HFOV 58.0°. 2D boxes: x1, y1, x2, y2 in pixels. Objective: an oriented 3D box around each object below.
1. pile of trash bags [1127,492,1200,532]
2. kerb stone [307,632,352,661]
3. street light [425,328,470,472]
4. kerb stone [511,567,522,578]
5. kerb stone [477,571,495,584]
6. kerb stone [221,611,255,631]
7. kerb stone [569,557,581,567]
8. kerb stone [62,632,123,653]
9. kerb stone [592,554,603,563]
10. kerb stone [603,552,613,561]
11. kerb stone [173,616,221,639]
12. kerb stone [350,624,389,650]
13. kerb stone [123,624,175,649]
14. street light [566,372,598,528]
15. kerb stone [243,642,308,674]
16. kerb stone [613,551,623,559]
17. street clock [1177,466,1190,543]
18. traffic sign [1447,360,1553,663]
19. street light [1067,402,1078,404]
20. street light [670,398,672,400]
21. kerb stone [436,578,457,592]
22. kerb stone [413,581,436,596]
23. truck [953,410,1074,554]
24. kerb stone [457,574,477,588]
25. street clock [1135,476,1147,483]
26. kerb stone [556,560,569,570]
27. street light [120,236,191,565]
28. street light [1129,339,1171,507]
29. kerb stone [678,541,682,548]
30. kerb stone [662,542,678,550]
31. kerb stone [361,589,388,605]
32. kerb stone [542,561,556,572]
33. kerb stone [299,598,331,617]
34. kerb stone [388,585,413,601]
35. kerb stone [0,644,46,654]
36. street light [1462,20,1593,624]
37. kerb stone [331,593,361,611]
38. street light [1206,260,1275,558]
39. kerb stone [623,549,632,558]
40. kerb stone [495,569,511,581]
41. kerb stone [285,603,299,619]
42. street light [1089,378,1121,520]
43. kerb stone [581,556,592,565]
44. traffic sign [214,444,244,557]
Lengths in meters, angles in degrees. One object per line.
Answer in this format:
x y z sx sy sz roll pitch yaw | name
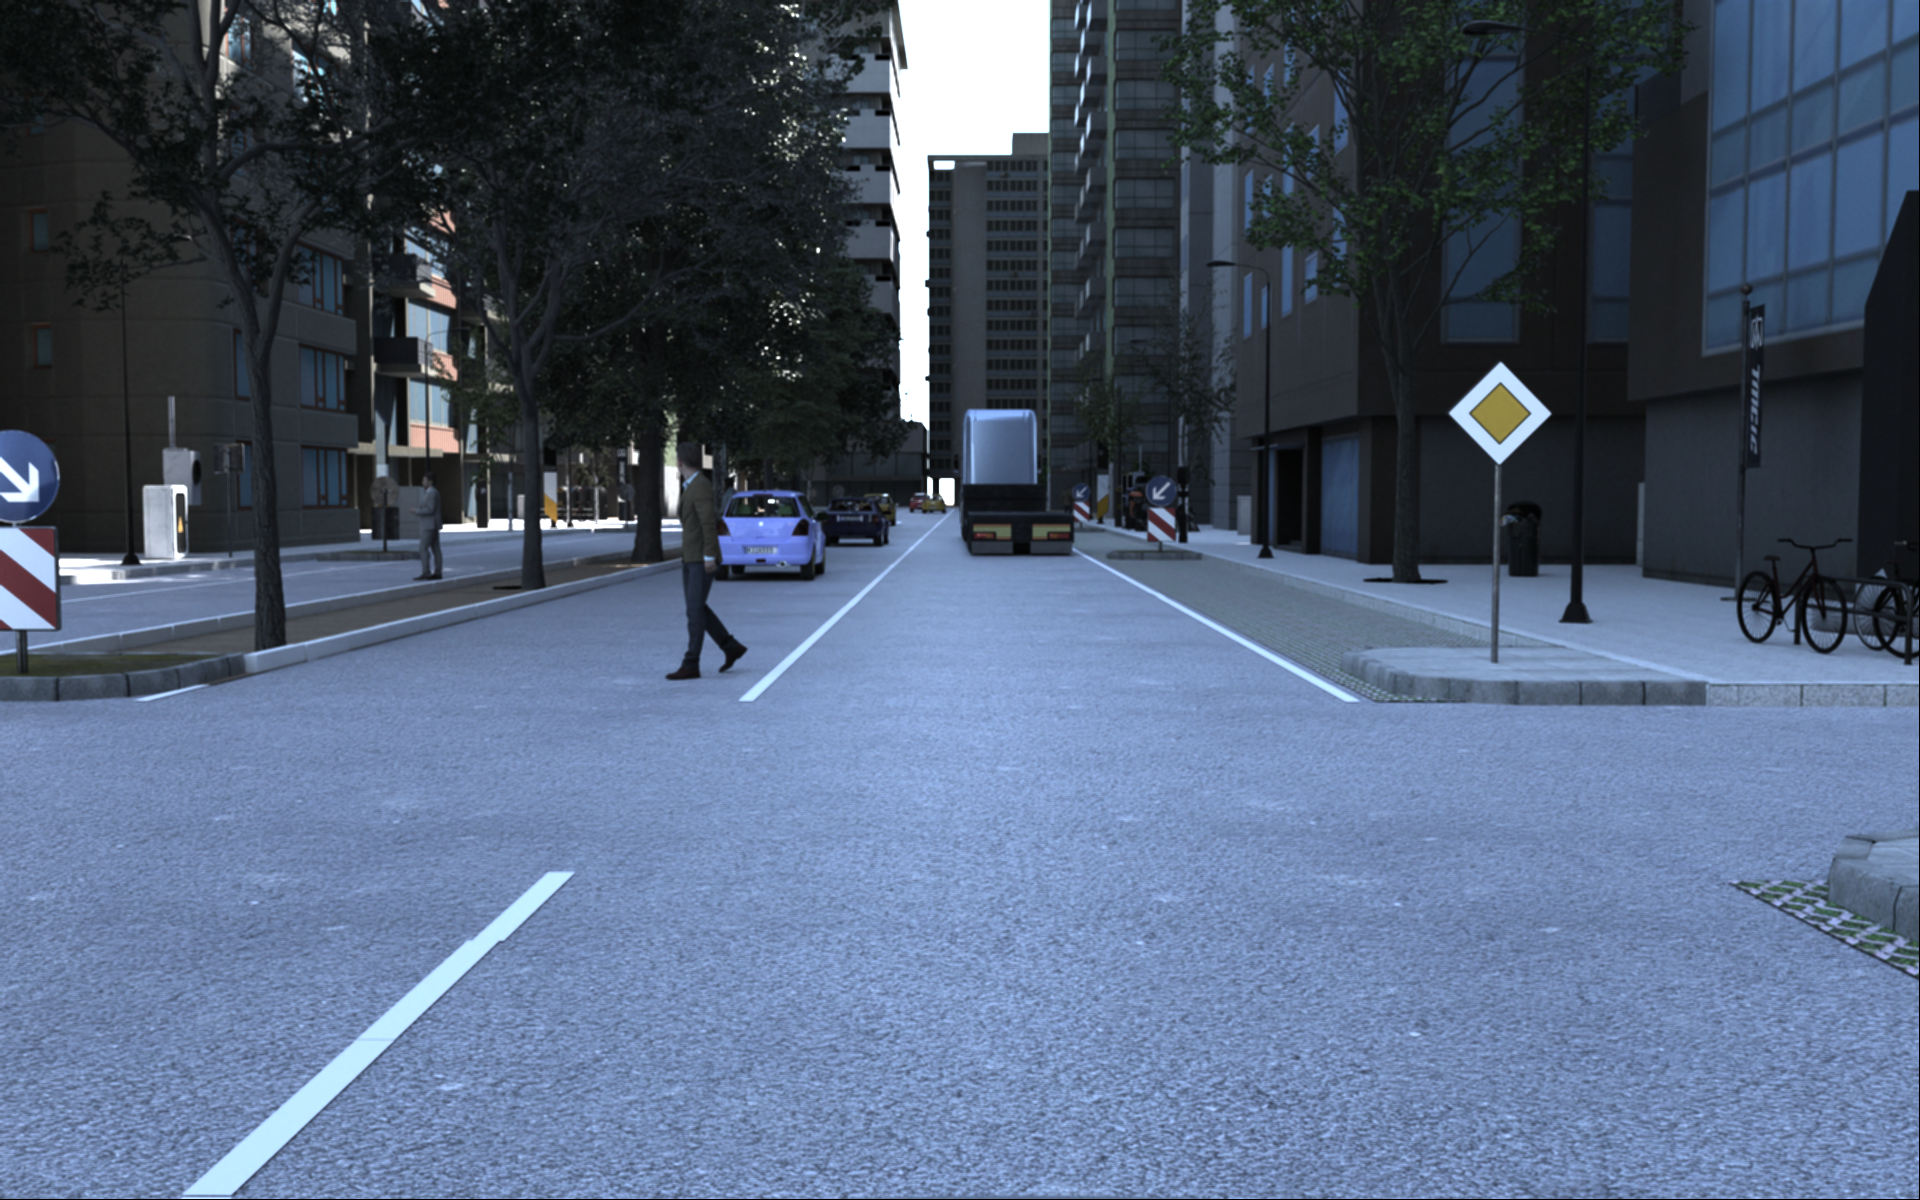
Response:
6.777 -3.069 59.931 1.912 1.369 3.447 -2 4 -25 | pile of trash bags
-5.638 0.425 15.315 0.120 0.150 1.000 0 4 0 | kerb stone
-14.383 -4.648 48.528 1.470 5.913 1.316 0 4 0 | street light
-7.658 -0.461 29.727 0.120 0.150 1.000 0 4 0 | kerb stone
-7.674 -0.331 27.671 0.120 0.150 1.000 0 4 0 | kerb stone
-7.722 0.230 18.441 0.120 0.150 1.000 0 4 0 | kerb stone
-7.632 -0.707 33.852 0.120 0.150 1.000 0 4 0 | kerb stone
-7.751 0.419 15.350 0.120 0.150 1.000 0 4 0 | kerb stone
-7.621 -0.839 35.914 0.120 0.150 1.000 0 4 0 | kerb stone
-7.613 -0.902 36.942 0.120 0.150 1.000 0 4 0 | kerb stone
-7.735 0.293 17.412 0.120 0.150 1.000 0 4 0 | kerb stone
-5.638 0.362 16.337 0.120 0.150 1.000 0 4 0 | kerb stone
-7.738 0.359 16.376 0.120 0.150 1.000 0 4 0 | kerb stone
-14.363 -5.723 66.109 1.470 5.913 1.316 0 4 0 | street light
-5.656 0.483 14.293 0.120 0.150 1.000 0 4 0 | kerb stone
-7.609 -0.962 37.964 0.120 0.150 1.000 0 4 0 | kerb stone
5.870 -2.504 45.505 0.358 2.002 0.471 1 4 23 | street clock
4.063 -0.579 13.112 0.795 2.450 0.064 0 4 0 | traffic sign
6.032 -7.005 87.078 1.470 5.913 1.316 0 4 0 | street light
-14.159 -6.787 83.503 1.470 5.913 1.316 0 4 0 | street light
-7.681 -0.209 25.610 0.120 0.150 1.000 0 4 0 | kerb stone
-7.691 -0.146 24.581 0.120 0.150 1.000 0 4 0 | kerb stone
1.332 -3.646 49.369 2.967 4.110 18.799 0 4 -1 | truck
-7.672 -0.272 26.643 0.120 0.150 1.000 0 4 0 | kerb stone
7.234 -3.958 69.276 0.358 2.002 0.471 3 5 41 | street clock
-7.642 -0.649 32.814 0.120 0.150 1.000 0 4 0 | kerb stone
-14.450 -3.584 31.133 1.470 5.913 1.316 0 4 0 | street light
5.749 -4.857 51.960 1.470 5.913 1.316 0 4 0 | street light
-7.554 -1.466 46.168 0.120 0.150 1.000 0 4 0 | kerb stone
-7.561 -1.402 45.142 0.120 0.150 1.000 0 4 0 | kerb stone
-7.700 -0.019 22.534 0.120 0.150 1.000 0 4 0 | kerb stone
-7.650 -0.586 31.782 0.120 0.150 1.000 0 4 0 | kerb stone
-7.717 0.104 20.490 0.120 0.150 1.000 0 4 0 | kerb stone
-7.697 -0.083 23.559 0.120 0.150 1.000 0 4 0 | kerb stone
-7.752 0.482 14.322 0.120 0.150 1.000 0 4 0 | kerb stone
5.625 -2.730 17.170 1.470 5.913 1.316 0 4 0 | street light
-7.709 0.042 21.512 0.120 0.150 1.000 0 4 0 | kerb stone
5.591 -3.794 34.566 1.470 5.913 1.316 0 4 0 | street light
-7.596 -1.027 38.990 0.120 0.150 1.000 0 4 0 | kerb stone
-7.670 -0.397 28.693 0.120 0.150 1.000 0 4 0 | kerb stone
-7.716 0.169 19.466 0.120 0.150 1.000 0 4 0 | kerb stone
5.855 -5.921 69.355 1.470 5.913 1.316 0 4 0 | street light
-7.630 -0.775 34.873 0.120 0.150 1.000 0 4 0 | kerb stone
-14.809 -2.017 35.100 0.606 2.300 0.079 0 4 2 | traffic sign
